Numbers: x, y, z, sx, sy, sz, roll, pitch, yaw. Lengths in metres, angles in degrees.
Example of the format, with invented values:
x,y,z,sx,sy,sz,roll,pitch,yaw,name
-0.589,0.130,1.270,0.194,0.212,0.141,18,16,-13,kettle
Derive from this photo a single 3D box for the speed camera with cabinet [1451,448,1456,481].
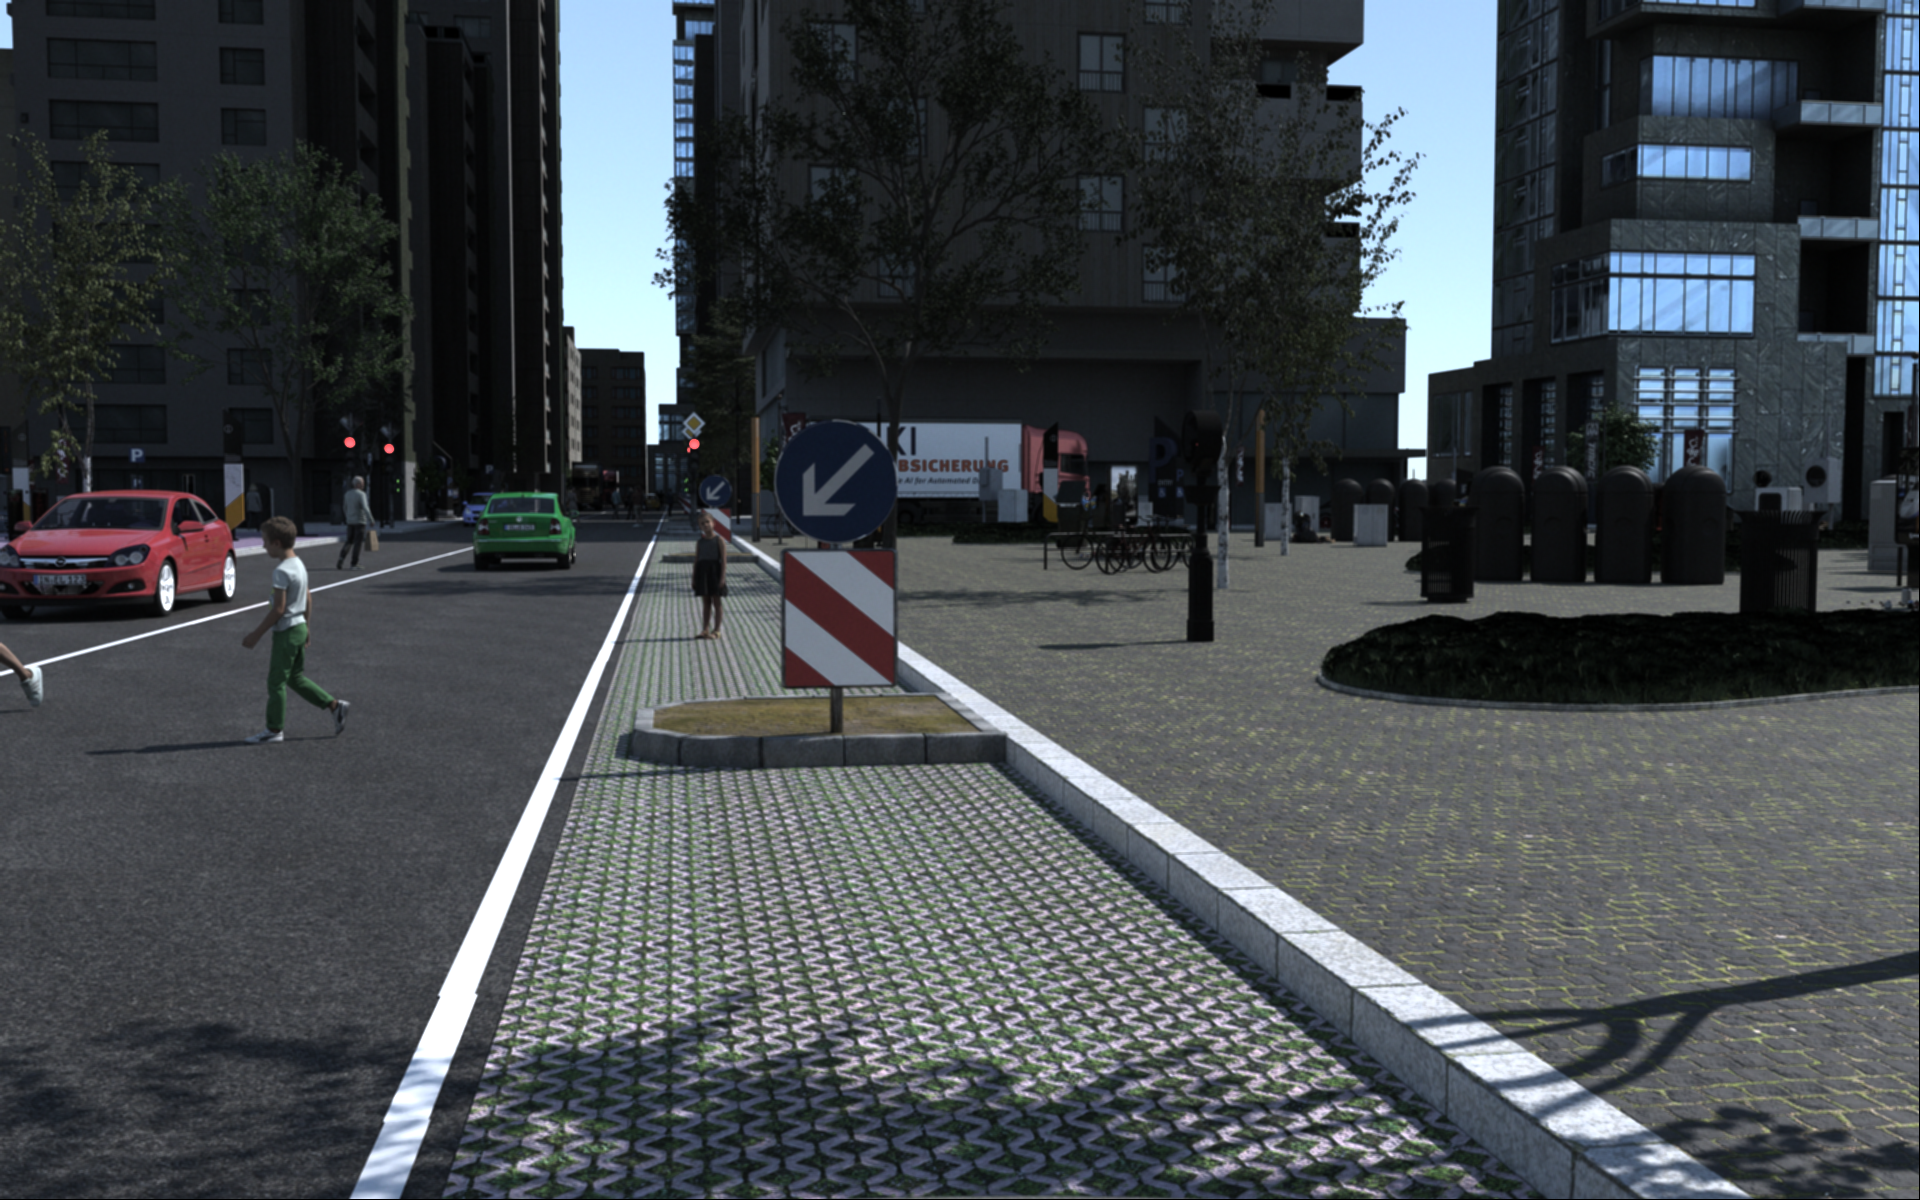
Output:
x,y,z,sx,sy,sz,roll,pitch,yaw,name
21.051,-4.822,73.181,0.660,3.252,2.038,1,4,18,speed camera with cabinet

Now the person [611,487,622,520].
x,y,z,sx,sy,sz,roll,pitch,yaw,name
-19.317,-5.424,97.037,0.748,1.841,0.638,-3,5,-44,person

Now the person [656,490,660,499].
x,y,z,sx,sy,sz,roll,pitch,yaw,name
-29.737,-9.876,170.074,0.705,1.812,1.348,-2,4,-29,person

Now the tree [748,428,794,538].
x,y,z,sx,sy,sz,roll,pitch,yaw,name
-5.499,-3.450,51.013,1.663,3.219,1.824,0,3,0,tree

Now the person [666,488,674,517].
x,y,z,sx,sy,sz,roll,pitch,yaw,name
-18.348,-6.168,109.532,0.419,1.800,0.721,1,4,17,person

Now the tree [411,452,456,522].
x,y,z,sx,sy,sz,roll,pitch,yaw,name
-24.541,-5.230,80.104,1.663,3.219,1.824,0,3,0,tree

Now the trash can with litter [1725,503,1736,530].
x,y,z,sx,sy,sz,roll,pitch,yaw,name
21.328,-2.223,47.738,1.055,1.170,0.624,2,4,31,trash can with litter

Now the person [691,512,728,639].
x,y,z,sx,sy,sz,roll,pitch,yaw,name
-2.462,-0.235,17.018,0.362,1.253,0.373,2,4,27,person

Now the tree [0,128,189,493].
x,y,z,sx,sy,sz,roll,pitch,yaw,name
-17.560,-5.123,34.123,4.737,8.622,4.395,0,3,0,tree

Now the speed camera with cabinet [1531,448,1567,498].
x,y,z,sx,sy,sz,roll,pitch,yaw,name
25.565,-4.927,74.897,0.660,3.252,2.038,-1,4,-17,speed camera with cabinet

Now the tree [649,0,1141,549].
x,y,z,sx,sy,sz,roll,pitch,yaw,name
-1.277,-5.789,29.067,8.767,10.594,7.601,0,4,4,tree

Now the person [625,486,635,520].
x,y,z,sx,sy,sz,roll,pitch,yaw,name
-18.251,-5.393,96.036,0.648,1.900,0.474,3,5,42,person

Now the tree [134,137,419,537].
x,y,z,sx,sy,sz,roll,pitch,yaw,name
-20.101,-7.715,51.893,9.928,11.665,9.643,0,3,0,tree

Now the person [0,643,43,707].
x,y,z,sx,sy,sz,roll,pitch,yaw,name
-6.374,-0.119,11.188,0.466,1.731,0.760,2,4,31,person

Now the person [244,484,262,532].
x,y,z,sx,sy,sz,roll,pitch,yaw,name
-24.774,-3.173,60.560,0.709,1.800,0.728,1,4,9,person

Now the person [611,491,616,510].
x,y,z,sx,sy,sz,roll,pitch,yaw,name
-31.579,-9.085,157.777,0.721,1.736,1.217,0,4,7,person

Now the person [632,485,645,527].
x,y,z,sx,sy,sz,roll,pitch,yaw,name
-14.156,-4.144,76.227,0.573,1.828,0.580,0,4,-3,person

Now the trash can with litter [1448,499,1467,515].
x,y,z,sx,sy,sz,roll,pitch,yaw,name
11.211,-1.630,38.043,1.055,1.170,0.624,-2,4,-30,trash can with litter

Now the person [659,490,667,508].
x,y,z,sx,sy,sz,roll,pitch,yaw,name
-30.464,-10.298,176.500,1.348,1.869,0.705,0,4,6,person

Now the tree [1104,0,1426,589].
x,y,z,sx,sy,sz,roll,pitch,yaw,name
3.673,-4.449,23.104,4.360,8.622,3.978,0,3,0,tree

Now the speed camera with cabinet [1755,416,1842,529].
x,y,z,sx,sy,sz,roll,pitch,yaw,name
21.541,-3.072,44.556,0.660,3.252,2.038,-2,4,-30,speed camera with cabinet

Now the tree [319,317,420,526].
x,y,z,sx,sy,sz,roll,pitch,yaw,name
-23.611,-7.250,68.907,4.360,8.622,3.978,0,3,0,tree

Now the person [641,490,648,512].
x,y,z,sx,sy,sz,roll,pitch,yaw,name
-25.535,-8.022,140.063,0.834,1.777,0.661,0,4,4,person

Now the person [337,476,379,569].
x,y,z,sx,sy,sz,roll,pitch,yaw,name
-11.449,-1.465,32.941,0.782,1.767,0.515,2,4,27,person

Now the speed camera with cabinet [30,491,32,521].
x,y,z,sx,sy,sz,roll,pitch,yaw,name
-43.464,-5.302,81.021,2.038,3.252,0.660,0,4,-3,speed camera with cabinet

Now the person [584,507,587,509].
x,y,z,sx,sy,sz,roll,pitch,yaw,name
-36.861,-9.843,169.874,0.683,1.767,0.568,2,4,33,person

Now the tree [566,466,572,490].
x,y,z,sx,sy,sz,roll,pitch,yaw,name
-42.343,-12.242,183.869,4.285,4.588,4.351,0,3,0,tree

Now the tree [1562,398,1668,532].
x,y,z,sx,sy,sz,roll,pitch,yaw,name
22.389,-4.610,59.089,4.285,4.588,4.351,0,3,0,tree

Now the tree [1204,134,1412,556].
x,y,z,sx,sy,sz,roll,pitch,yaw,name
7.018,-5.240,36.034,4.737,8.622,4.395,0,3,0,tree

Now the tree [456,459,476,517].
x,y,z,sx,sy,sz,roll,pitch,yaw,name
-28.023,-6.231,96.479,1.663,3.219,1.824,0,3,0,tree

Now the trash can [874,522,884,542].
x,y,z,sx,sy,sz,roll,pitch,yaw,name
-2.142,-2.115,46.241,0.748,1.137,0.748,0,3,0,trash can

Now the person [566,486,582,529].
x,y,z,sx,sy,sz,roll,pitch,yaw,name
-15.974,-3.845,71.704,0.599,1.781,0.374,1,4,18,person

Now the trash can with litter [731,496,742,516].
x,y,z,sx,sy,sz,roll,pitch,yaw,name
-13.388,-5.556,102.224,1.055,1.170,0.624,1,4,13,trash can with litter

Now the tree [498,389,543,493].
x,y,z,sx,sy,sz,roll,pitch,yaw,name
-31.697,-10.484,121.768,4.737,8.622,4.395,0,3,0,tree

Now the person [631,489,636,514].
x,y,z,sx,sy,sz,roll,pitch,yaw,name
-22.867,-6.886,121.434,0.599,1.781,0.374,2,4,34,person

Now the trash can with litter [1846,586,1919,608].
x,y,z,sx,sy,sz,roll,pitch,yaw,name
10.786,-0.501,19.245,1.678,1.210,2.233,2,4,28,trash can with litter

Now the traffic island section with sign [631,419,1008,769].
x,y,z,sx,sy,sz,roll,pitch,yaw,name
-0.881,-0.081,9.958,1.989,1.847,2.006,-1,4,-9,traffic island section with sign

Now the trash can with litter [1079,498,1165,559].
x,y,z,sx,sy,sz,roll,pitch,yaw,name
3.177,-1.481,35.277,1.678,1.210,2.233,-1,4,-18,trash can with litter

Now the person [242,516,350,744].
x,y,z,sx,sy,sz,roll,pitch,yaw,name
-3.848,0.166,10.035,0.590,1.304,0.306,-2,4,-27,person

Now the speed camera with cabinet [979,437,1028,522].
x,y,z,sx,sy,sz,roll,pitch,yaw,name
1.490,-3.987,59.525,0.660,3.252,2.038,-3,4,-37,speed camera with cabinet

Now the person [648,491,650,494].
x,y,z,sx,sy,sz,roll,pitch,yaw,name
-38.746,-12.678,215.918,0.705,1.807,1.348,-2,4,-29,person

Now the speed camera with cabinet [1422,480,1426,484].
x,y,z,sx,sy,sz,roll,pitch,yaw,name
29.872,-7.238,112.672,0.660,3.252,2.038,-1,4,-15,speed camera with cabinet

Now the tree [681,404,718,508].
x,y,z,sx,sy,sz,roll,pitch,yaw,name
-19.768,-11.387,136.538,4.737,8.622,4.395,0,3,0,tree

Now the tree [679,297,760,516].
x,y,z,sx,sy,sz,roll,pitch,yaw,name
-12.642,-11.100,99.608,7.486,12.596,7.792,0,3,0,tree

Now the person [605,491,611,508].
x,y,z,sx,sy,sz,roll,pitch,yaw,name
-36.555,-10.462,180.005,0.683,1.767,0.568,0,4,1,person
